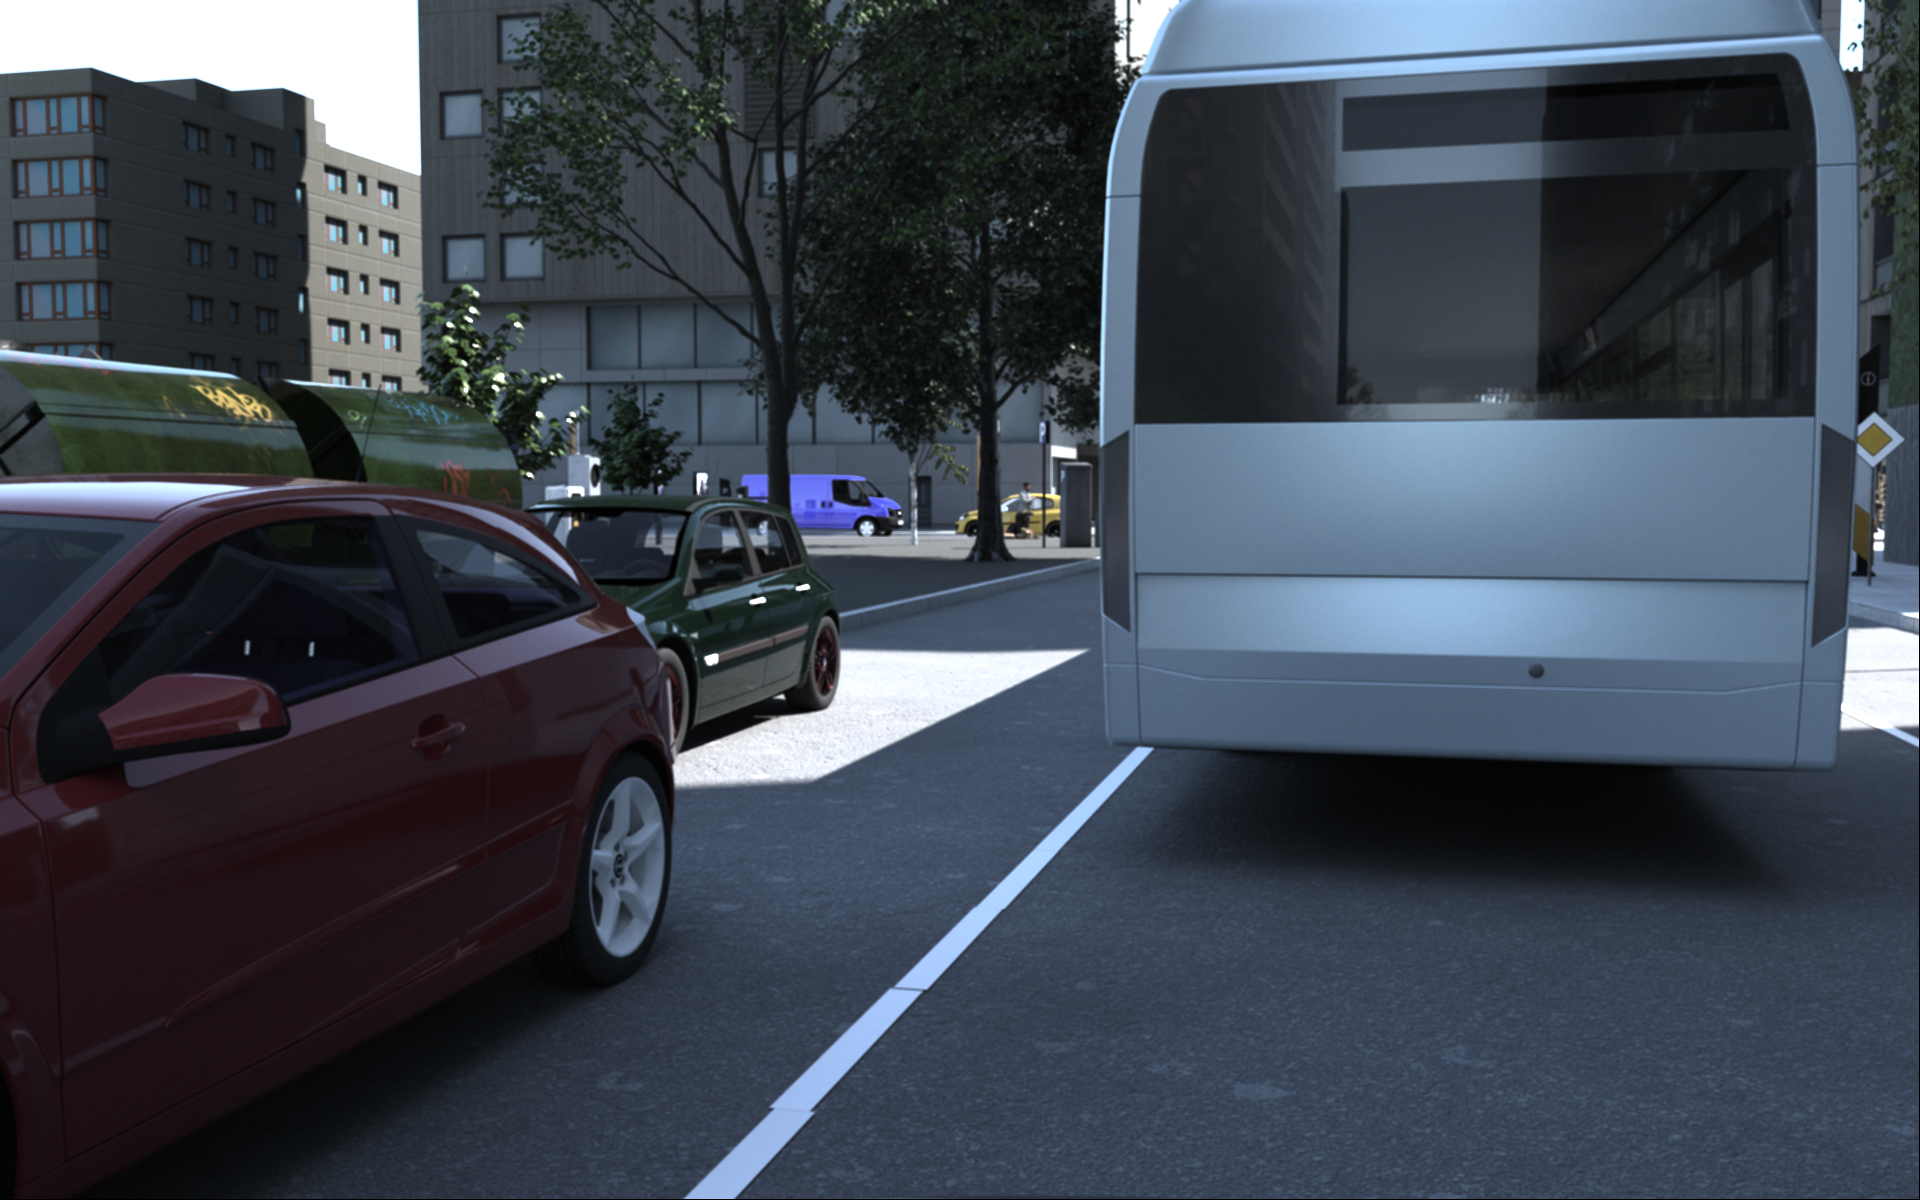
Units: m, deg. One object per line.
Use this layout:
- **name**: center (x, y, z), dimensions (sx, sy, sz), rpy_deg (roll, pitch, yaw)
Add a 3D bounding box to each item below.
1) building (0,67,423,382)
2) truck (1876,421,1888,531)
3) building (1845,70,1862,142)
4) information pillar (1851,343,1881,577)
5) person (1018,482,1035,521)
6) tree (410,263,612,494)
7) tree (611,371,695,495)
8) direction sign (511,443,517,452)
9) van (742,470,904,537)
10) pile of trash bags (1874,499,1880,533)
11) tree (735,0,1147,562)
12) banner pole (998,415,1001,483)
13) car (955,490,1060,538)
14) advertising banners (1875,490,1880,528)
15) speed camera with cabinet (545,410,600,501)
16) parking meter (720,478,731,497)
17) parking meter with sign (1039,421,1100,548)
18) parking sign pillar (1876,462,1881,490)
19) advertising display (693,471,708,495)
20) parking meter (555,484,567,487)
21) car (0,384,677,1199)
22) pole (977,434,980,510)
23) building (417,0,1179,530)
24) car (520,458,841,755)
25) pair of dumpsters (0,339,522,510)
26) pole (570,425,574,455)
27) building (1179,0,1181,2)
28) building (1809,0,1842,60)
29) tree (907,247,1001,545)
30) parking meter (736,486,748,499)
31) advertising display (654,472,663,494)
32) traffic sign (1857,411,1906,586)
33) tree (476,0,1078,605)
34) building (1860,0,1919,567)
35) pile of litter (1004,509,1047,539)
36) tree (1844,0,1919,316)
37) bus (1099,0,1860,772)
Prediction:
- **building**: center (-45.766, -14.815, 87.272), dimensions (28.899, 21.520, 27.650), rpy_deg (1, 4, 14)
- **truck**: center (30.473, -3.543, 46.834), dimensions (11.283, 4.237, 2.839), rpy_deg (1, 4, 12)
- **building**: center (91.796, -32.428, 180.311), dimensions (14.200, 45.320, 14.600), rpy_deg (1, 4, 14)
- **information pillar**: center (14.035, -2.179, 26.988), dimensions (0.504, 3.616, 0.183), rpy_deg (2, 4, 32)
- **person**: center (2.032, -2.664, 52.234), dimensions (0.466, 1.800, 0.511), rpy_deg (1, 4, 22)
- **tree**: center (-4.187, -1.216, 14.477), dimensions (1.663, 3.219, 1.824), rpy_deg (0, 3, 0)
- **tree**: center (-5.199, -2.002, 27.337), dimensions (1.663, 3.219, 1.824), rpy_deg (0, 3, 0)
- **direction sign**: center (-16.196, -4.263, 61.692), dimensions (0.876, 3.537, 0.379), rpy_deg (-1, 4, -19)
- **van**: center (-4.432, -3.157, 55.996), dimensions (5.245, 2.365, 2.240), rpy_deg (1, 4, 14)
- **pile of trash bags**: center (29.633, -2.928, 57.631), dimensions (3.447, 1.369, 1.912), rpy_deg (-3, 5, -44)
- **tree**: center (0.461, -7.093, 32.978), dimensions (9.611, 12.733, 9.660), rpy_deg (0, 3, 0)
- **banner pole**: center (0.861, -3.544, 47.956), dimensions (0.401, 3.779, 0.863), rpy_deg (3, 5, 42)
- **car**: center (1.820, -2.708, 54.493), dimensions (3.980, 1.641, 2.015), rpy_deg (1, 4, 14)
- **advertising banners**: center (34.812, -4.255, 65.764), dimensions (0.090, 3.025, 2.074), rpy_deg (-3, 5, -42)
- **speed camera with cabinet**: center (-9.000, -2.813, 40.336), dimensions (0.660, 3.252, 2.038), rpy_deg (1, 4, 9)
- **parking meter**: center (-8.455, -3.469, 62.430), dimensions (0.399, 1.863, 0.255), rpy_deg (-1, 4, -12)
- **parking meter with sign**: center (2.799, -2.769, 41.529), dimensions (1.738, 3.016, 0.543), rpy_deg (-1, 4, -16)
- **parking sign pillar**: center (48.478, -6.355, 92.370), dimensions (1.447, 3.967, 1.447), rpy_deg (1, 4, 20)
- **advertising display**: center (-7.453, -2.727, 49.798), dimensions (0.123, 1.923, 0.974), rpy_deg (1, 4, 11)
- **parking meter**: center (-10.058, -2.148, 43.539), dimensions (0.372, 1.533, 0.369), rpy_deg (0, 3, 0)
- **car**: center (-2.161, 0.316, 3.877), dimensions (2.155, 1.783, 4.494), rpy_deg (1, 4, 14)
- **pole**: center (0.673, -3.985, 59.005), dimensions (0.158, 3.312, 0.155), rpy_deg (0, 3, 0)
- **building**: center (-4.537, -29.696, 74.763), dimensions (28.713, 52.752, 27.495), rpy_deg (1, 4, 14)
- **car**: center (-2.039, -0.035, 10.360), dimensions (2.009, 1.686, 4.222), rpy_deg (1, 4, 14)
- **pair of dumpsters**: center (-4.311, -0.471, 10.200), dimensions (1.574, 2.255, 4.437), rpy_deg (1, 4, 14)
- **pole**: center (-10.887, -3.367, 48.893), dimensions (0.158, 3.312, 0.155), rpy_deg (0, 3, 0)
- **building**: center (9.228, -28.038, 113.047), dimensions (22.147, 44.769, 28.867), rpy_deg (1, 4, 14)
- **building**: center (53.574, -42.440, 132.139), dimensions (20.563, 71.187, 20.611), rpy_deg (1, 4, 14)
- **tree**: center (-0.967, -5.661, 42.924), dimensions (4.737, 8.622, 4.395), rpy_deg (0, 3, 0)
- **parking meter**: center (-6.579, -2.686, 52.321), dimensions (0.372, 1.533, 0.369), rpy_deg (0, 3, 0)
- **advertising display**: center (-7.650, -2.371, 43.986), dimensions (0.123, 1.923, 0.974), rpy_deg (0, 4, -2)
- **traffic sign**: center (12.726, -1.406, 24.179), dimensions (0.795, 2.450, 0.064), rpy_deg (1, 4, 23)
- **tree**: center (-2.132, -5.761, 19.946), dimensions (9.928, 11.665, 9.643), rpy_deg (0, 3, 0)
- **building**: center (24.726, -21.281, 31.542), dimensions (14.154, 41.232, 14.086), rpy_deg (1, 4, 14)
- **pile of litter**: center (1.701, -2.191, 49.793), dimensions (1.176, 0.858, 1.719), rpy_deg (-3, 5, -39)
- **tree**: center (12.239, -4.280, 20.334), dimensions (4.737, 8.622, 4.395), rpy_deg (0, 3, 0)
- **bus**: center (3.444, -1.078, 12.481), dimensions (2.948, 3.499, 13.247), rpy_deg (1, 4, 15)
